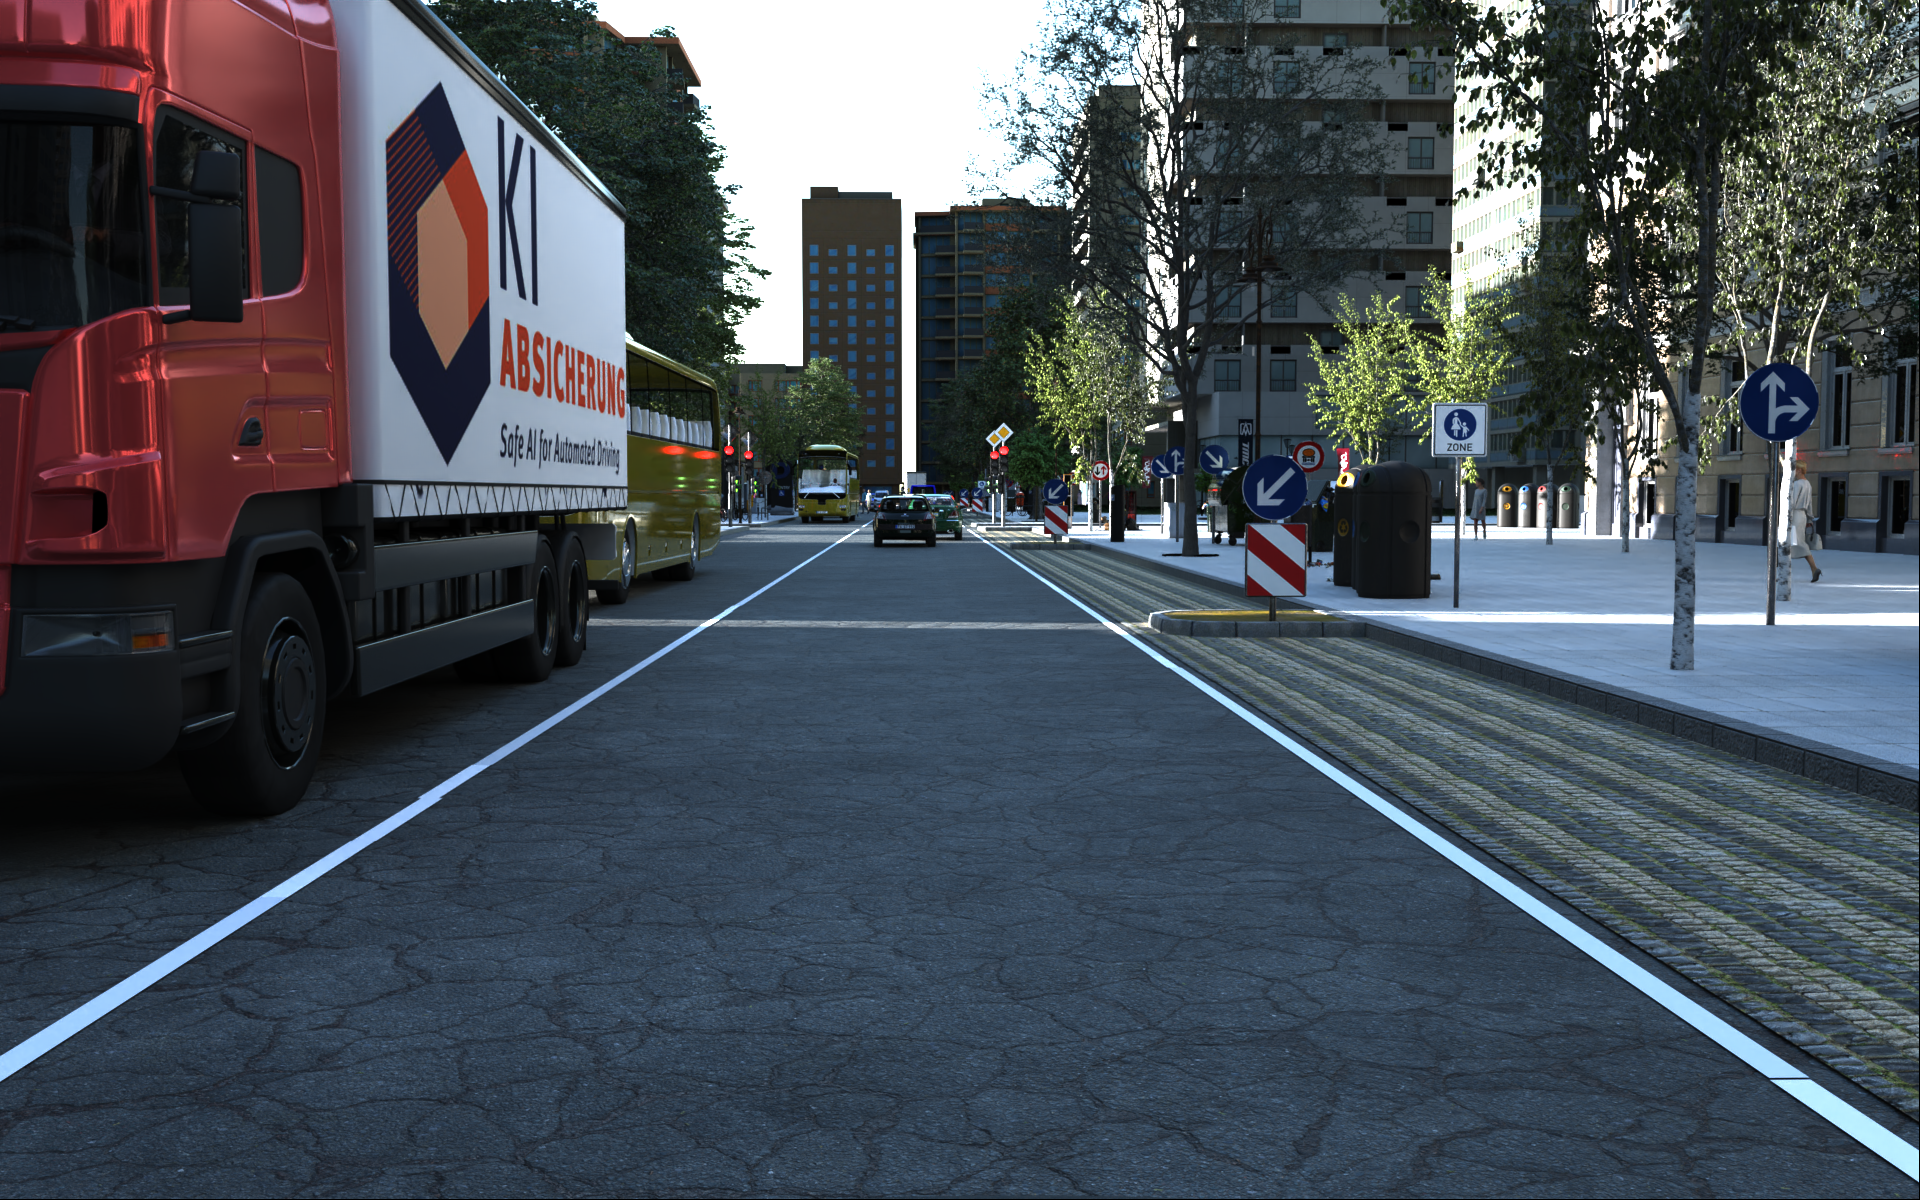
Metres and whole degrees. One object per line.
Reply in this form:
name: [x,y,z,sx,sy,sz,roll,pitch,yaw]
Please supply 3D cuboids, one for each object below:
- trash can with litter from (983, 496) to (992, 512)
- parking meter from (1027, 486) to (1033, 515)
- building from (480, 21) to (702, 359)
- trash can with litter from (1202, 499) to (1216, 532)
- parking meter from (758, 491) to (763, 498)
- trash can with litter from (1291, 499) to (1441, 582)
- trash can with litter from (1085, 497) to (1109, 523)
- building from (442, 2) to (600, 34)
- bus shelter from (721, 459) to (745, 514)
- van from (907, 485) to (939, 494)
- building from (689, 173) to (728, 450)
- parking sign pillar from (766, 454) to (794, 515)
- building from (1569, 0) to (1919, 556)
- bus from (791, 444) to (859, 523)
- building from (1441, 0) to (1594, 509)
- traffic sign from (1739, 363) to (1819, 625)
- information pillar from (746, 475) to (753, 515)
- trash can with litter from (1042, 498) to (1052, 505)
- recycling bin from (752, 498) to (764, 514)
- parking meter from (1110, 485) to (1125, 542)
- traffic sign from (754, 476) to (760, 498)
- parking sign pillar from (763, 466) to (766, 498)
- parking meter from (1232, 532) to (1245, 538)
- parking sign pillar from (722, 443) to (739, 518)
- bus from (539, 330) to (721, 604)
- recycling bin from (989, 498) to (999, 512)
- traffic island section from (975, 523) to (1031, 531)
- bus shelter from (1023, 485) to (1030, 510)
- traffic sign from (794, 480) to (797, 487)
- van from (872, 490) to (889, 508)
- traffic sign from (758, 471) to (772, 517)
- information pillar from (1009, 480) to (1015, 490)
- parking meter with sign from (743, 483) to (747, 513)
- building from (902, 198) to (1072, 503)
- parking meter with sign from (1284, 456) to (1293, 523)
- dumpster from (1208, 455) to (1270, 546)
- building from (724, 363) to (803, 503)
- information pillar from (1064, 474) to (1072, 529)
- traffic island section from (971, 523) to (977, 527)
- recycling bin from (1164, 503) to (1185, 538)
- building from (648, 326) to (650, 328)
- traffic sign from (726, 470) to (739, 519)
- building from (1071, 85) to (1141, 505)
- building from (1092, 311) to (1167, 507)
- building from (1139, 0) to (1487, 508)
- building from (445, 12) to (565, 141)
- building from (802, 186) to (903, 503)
trash can with litter: [2.139,-6.981,125.519,0.624,1.170,1.055,2,4,25]
parking meter: [4.438,-6.266,108.162,0.399,1.863,0.255,2,4,28]
building: [-36.348,-31.160,164.096,22.147,44.769,28.867,0,4,-1]
trash can with litter: [8.588,-2.855,58.067,0.624,1.170,1.055,2,4,33]
parking meter: [-14.330,-7.113,124.705,0.372,1.533,0.369,0,3,0]
trash can with litter: [6.320,-0.911,25.949,2.233,1.210,1.678,-1,4,-23]
trash can with litter: [5.989,-3.925,75.569,1.055,1.170,0.624,-3,5,-43]
building: [-63.239,-49.988,255.561,20.611,71.187,20.563,0,4,-1]
bus shelter: [-14.350,-7.779,104.822,2.179,5.291,8.768,0,4,-2]
van: [-2.549,-7.024,119.221,2.240,2.365,5.245,0,4,-1]
building: [-38.937,-30.805,195.539,23.993,40.220,32.217,0,4,-1]
parking sign pillar: [-10.774,-7.114,104.791,1.447,3.967,1.447,0,4,2]
building: [26.001,-15.792,44.099,13.634,28.700,20.117,0,4,-1]
bus: [-6.735,-5.985,89.403,2.896,3.916,12.252,0,4,-1]
building: [44.898,-25.368,106.648,23.993,40.220,32.217,0,4,-1]
traffic sign: [7.945,-1.027,16.899,0.768,2.556,0.104,0,4,1]
information pillar: [-12.905,-7.029,106.272,0.183,3.616,0.504,3,4,38]
trash can with litter: [5.637,-6.057,110.425,0.624,1.170,1.055,1,4,19]
recycling bin: [-13.286,-6.181,113.614,0.722,1.027,0.722,3,5,43]
parking meter: [4.224,-2.324,46.415,0.372,1.533,0.369,0,3,0]
traffic sign: [-14.608,-7.545,123.466,0.768,2.556,0.104,1,4,8]
parking sign pillar: [-12.909,-7.962,118.648,1.447,3.967,1.447,3,5,41]
parking meter: [8.100,-2.732,50.372,0.399,1.863,0.255,-1,4,-10]
parking sign pillar: [-12.318,-6.307,91.595,1.447,3.967,1.447,-1,4,-13]
bus: [-5.583,-2.094,25.780,2.896,3.916,12.252,0,4,-1]
recycling bin: [2.406,-6.821,124.084,0.722,1.027,0.722,0,4,1]
traffic island section: [1.733,-2.801,68.073,2.009,0.180,2.903,0,4,-1]
bus shelter: [5.421,-8.502,130.283,1.731,3.624,6.357,0,4,-2]
traffic sign: [-11.688,-7.684,125.645,0.884,2.594,0.081,0,4,3]
van: [-8.207,-10.666,181.402,2.013,2.044,4.112,0,4,-2]
traffic sign: [-10.668,-5.791,94.786,0.768,2.556,0.104,0,4,1]
information pillar: [3.966,-8.575,131.563,0.504,3.616,0.183,-1,4,-21]
parking meter with sign: [-14.294,-7.333,116.154,1.738,3.016,0.543,2,4,33]
building: [5.809,-36.963,258.971,28.867,44.769,22.147,0,4,-1]
parking meter with sign: [14.788,-4.968,77.494,0.543,3.016,1.738,1,4,16]
dumpster: [7.137,-2.515,43.610,1.502,2.255,1.985,0,4,-1]
building: [-37.330,-25.459,261.292,28.899,21.520,27.650,0,4,-1]
information pillar: [3.995,-3.647,64.119,0.304,2.012,0.304,0,4,8]
traffic island section: [1.525,-3.289,76.055,2.009,0.180,2.903,0,4,-1]
recycling bin: [6.388,-2.331,50.670,0.722,1.027,0.722,0,4,-4]
building: [-30.226,-18.179,133.386,11.583,22.565,21.152,0,4,-1]
traffic sign: [-11.729,-5.467,89.491,0.768,2.556,0.104,0,4,8]
building: [24.649,-35.399,202.475,21.300,48.544,21.600,0,4,-1]
building: [28.777,-20.377,178.196,27.650,21.520,28.899,0,4,-1]
building: [29.328,-33.522,137.320,28.713,52.752,27.495,0,4,-1]
building: [-34.649,-18.383,105.074,19.350,26.468,34.151,0,4,-1]
building: [-15.623,-36.983,254.775,14.200,45.320,14.600,0,4,-1]
